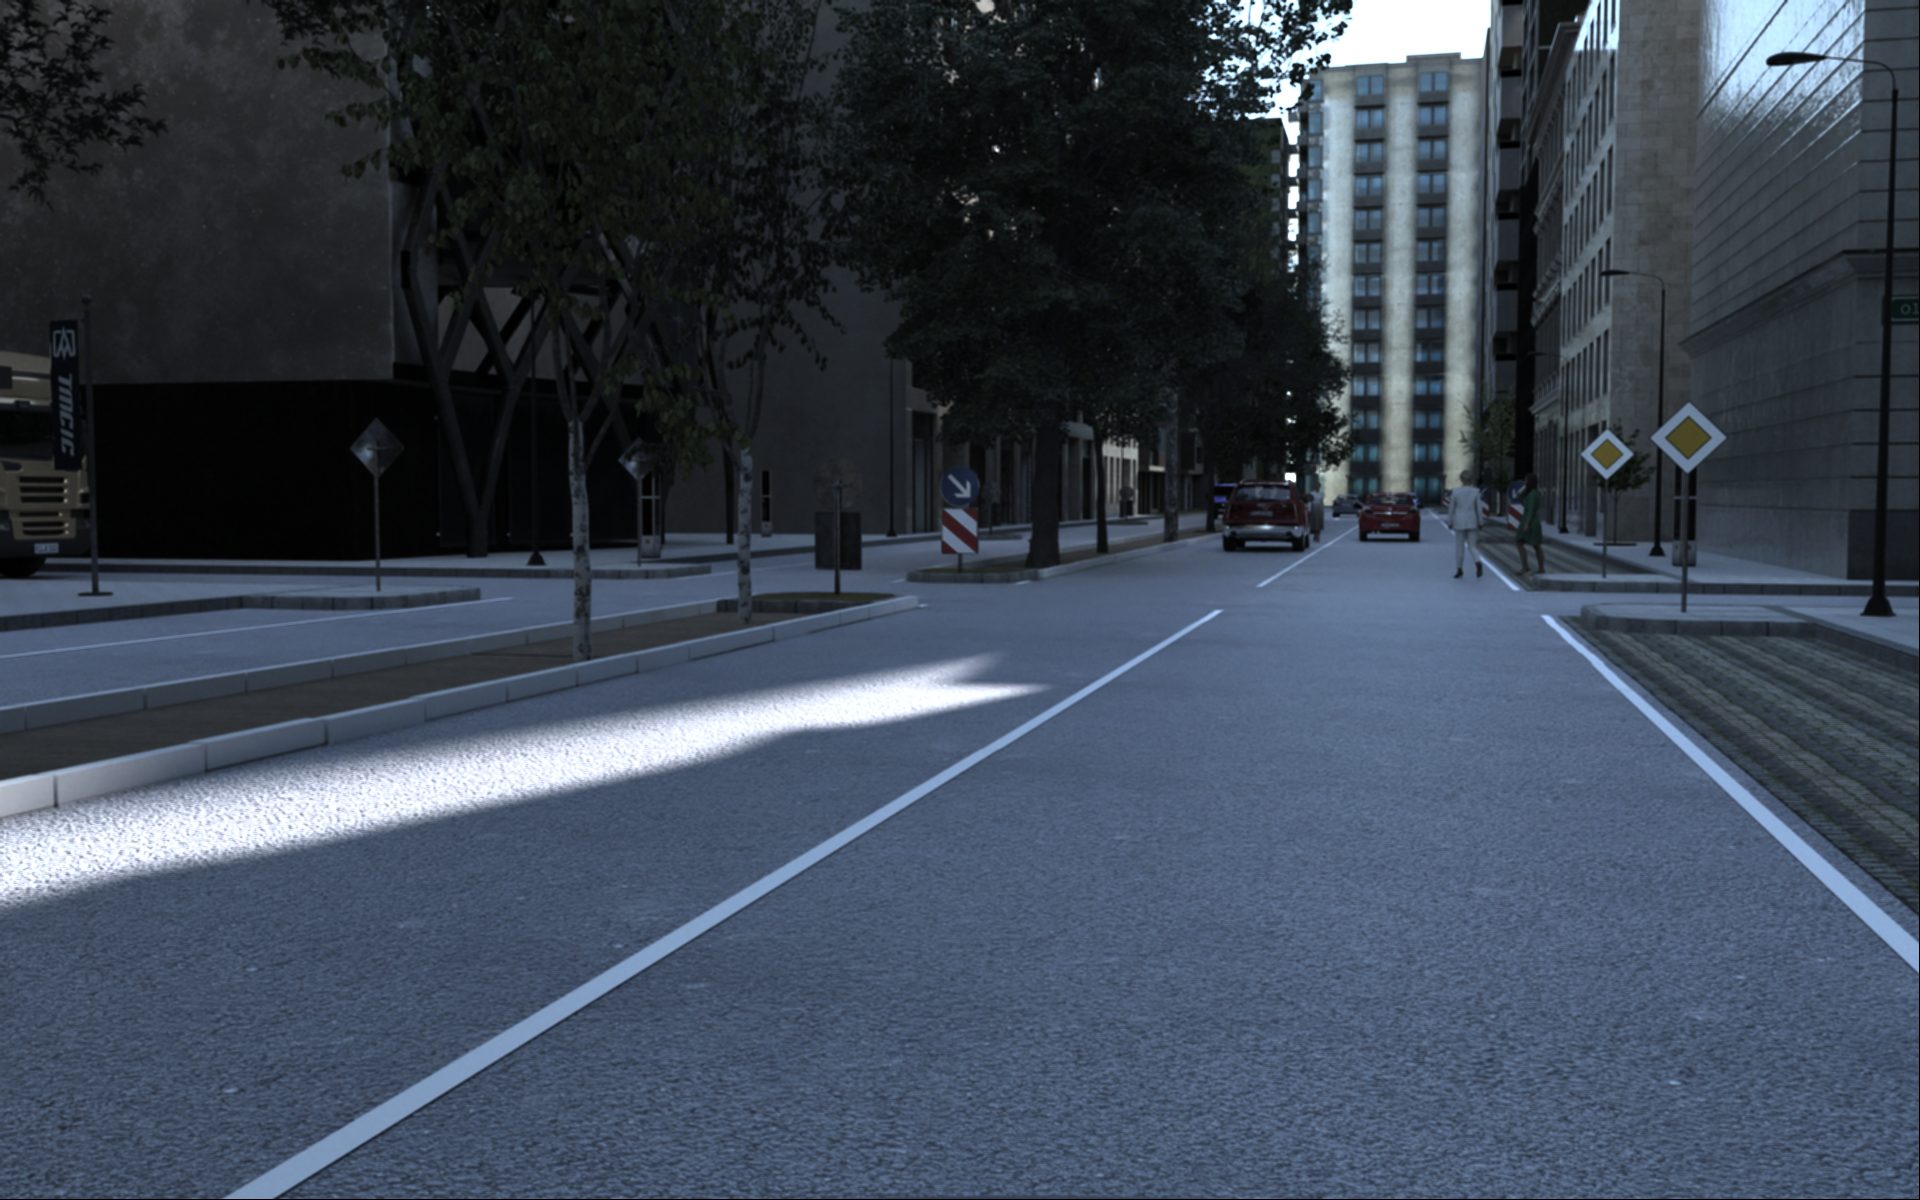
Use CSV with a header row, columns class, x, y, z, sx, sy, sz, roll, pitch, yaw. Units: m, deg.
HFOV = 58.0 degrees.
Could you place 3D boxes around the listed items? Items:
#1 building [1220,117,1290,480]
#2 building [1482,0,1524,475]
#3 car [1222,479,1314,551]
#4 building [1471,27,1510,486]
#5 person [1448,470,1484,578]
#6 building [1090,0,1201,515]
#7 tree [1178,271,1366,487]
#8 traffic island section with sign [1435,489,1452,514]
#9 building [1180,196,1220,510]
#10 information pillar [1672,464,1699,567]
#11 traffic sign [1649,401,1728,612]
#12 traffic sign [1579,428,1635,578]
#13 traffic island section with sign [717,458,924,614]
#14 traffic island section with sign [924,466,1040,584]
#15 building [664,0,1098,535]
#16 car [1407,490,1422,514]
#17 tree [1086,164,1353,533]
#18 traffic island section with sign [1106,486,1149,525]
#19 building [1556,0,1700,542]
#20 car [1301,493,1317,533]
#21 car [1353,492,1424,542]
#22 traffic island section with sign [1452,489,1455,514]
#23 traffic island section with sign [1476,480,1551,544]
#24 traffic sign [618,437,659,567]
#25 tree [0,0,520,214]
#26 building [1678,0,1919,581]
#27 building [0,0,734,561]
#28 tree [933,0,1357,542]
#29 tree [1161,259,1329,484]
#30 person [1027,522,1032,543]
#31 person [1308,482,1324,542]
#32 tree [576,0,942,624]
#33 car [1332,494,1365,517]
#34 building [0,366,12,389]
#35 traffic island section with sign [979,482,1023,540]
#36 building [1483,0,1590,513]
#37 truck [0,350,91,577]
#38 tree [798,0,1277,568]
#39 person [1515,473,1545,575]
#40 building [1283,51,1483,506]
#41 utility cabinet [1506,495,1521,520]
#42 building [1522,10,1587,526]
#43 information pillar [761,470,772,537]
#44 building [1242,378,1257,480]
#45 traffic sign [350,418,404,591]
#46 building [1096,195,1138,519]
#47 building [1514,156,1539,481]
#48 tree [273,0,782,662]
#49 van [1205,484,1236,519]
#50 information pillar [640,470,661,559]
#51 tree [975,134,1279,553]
class,x,y,z,sx,sy,sz,roll,pitch,yaw
building,29.066,-31.137,192.682,14.086,41.232,14.154,1,4,15
building,57.157,-33.701,140.250,28.713,52.752,27.495,1,4,15
car,7.991,-2.218,44.938,2.281,1.827,5.304,1,4,14
building,56.020,-31.343,162.575,14.600,45.320,14.200,1,4,15
person,8.578,-1.279,29.285,0.514,1.842,0.818,0,4,-7
building,4.678,-28.450,119.786,22.147,44.769,28.867,1,4,15
tree,15.512,-10.265,87.293,9.611,12.733,9.660,0,3,0
traffic island section with sign,35.625,-7.138,125.340,1.989,1.847,2.006,1,4,15
building,13.332,-22.534,140.137,14.160,30.474,14.107,1,4,15
information pillar,12.877,-1.605,30.741,0.304,2.012,0.304,0,4,-5
traffic sign,7.854,-0.923,18.739,0.795,2.450,0.064,1,4,15
traffic sign,9.866,-1.396,26.468,0.795,2.450,0.064,1,4,15
traffic island section with sign,-1.719,-0.820,21.548,2.006,1.907,1.989,1,4,15
traffic island section with sign,0.157,-1.259,28.715,2.006,1.907,1.989,1,4,15
building,-6.707,-16.397,72.610,19.350,26.468,34.151,1,4,15
car,31.122,-6.784,120.511,1.945,1.707,3.694,1,4,14
tree,9.334,-9.247,64.013,12.009,13.543,11.850,0,3,0
traffic island section with sign,7.749,-4.416,80.835,1.989,1.847,2.006,1,4,15
building,24.573,-12.117,52.871,10.420,20.320,16.860,1,4,15
car,12.451,-3.400,64.625,2.155,1.783,4.494,1,4,16
car,13.351,-2.745,53.924,2.155,1.783,4.494,1,4,13
traffic island section with sign,23.011,-4.173,76.855,1.989,1.847,2.006,1,4,15
traffic island section with sign,16.221,-2.577,50.766,1.989,1.847,2.006,1,4,15
traffic sign,-5.657,-1.644,30.515,0.795,2.450,0.064,1,4,15
tree,-5.134,-4.365,8.240,8.767,10.594,7.601,1,4,15
building,35.950,-15.335,27.149,44.131,29.872,17.030,1,4,15
building,-14.444,-10.671,41.919,16.820,18.784,16.811,1,4,15
tree,5.279,-11.829,51.752,12.611,20.169,13.585,0,3,0
tree,12.278,-9.020,75.689,9.928,11.665,9.643,0,3,0
person,2.170,-2.343,47.160,0.624,1.780,0.694,1,4,18
person,10.758,-2.664,52.285,0.478,1.798,0.641,1,4,16
tree,-2.322,-4.050,19.037,4.360,8.622,3.978,0,3,0
car,24.378,-5.916,108.733,2.014,1.417,4.499,1,4,16
building,-29.507,-22.076,15.567,28.867,44.769,22.147,1,4,15
traffic island section with sign,0.902,-2.808,54.541,1.989,1.847,2.006,1,4,15
building,47.034,-41.510,116.938,20.563,71.187,20.611,1,4,15
truck,-19.964,-2.510,29.951,11.283,4.237,2.839,1,4,15
tree,1.629,-7.593,33.257,9.857,13.997,8.962,0,3,0
person,9.994,-1.319,30.305,0.529,1.795,0.600,1,4,14
building,51.706,-34.949,191.021,30.456,49.044,23.786,1,4,15
utility cabinet,27.049,-4.477,84.363,1.020,1.237,0.306,-3,4,-37
building,29.681,-14.368,71.077,11.583,22.565,21.152,1,4,15
information pillar,-5.796,-2.897,51.861,0.304,2.012,0.304,0,4,0
building,13.225,-19.812,168.973,28.899,21.520,27.650,1,4,15
traffic sign,-7.669,-1.171,22.787,0.795,2.450,0.064,1,4,15
building,3.546,-14.794,96.638,10.420,20.320,16.860,1,4,15
building,35.461,-15.840,88.662,12.332,23.373,15.834,1,4,15
tree,-3.236,-3.759,14.272,4.737,8.622,4.395,0,3,0
van,15.380,-5.827,99.658,2.240,2.365,5.245,1,4,14
information pillar,-6.174,-1.838,34.544,0.304,2.012,0.304,1,4,16
tree,3.563,-6.428,41.964,8.767,10.594,7.601,1,4,15
